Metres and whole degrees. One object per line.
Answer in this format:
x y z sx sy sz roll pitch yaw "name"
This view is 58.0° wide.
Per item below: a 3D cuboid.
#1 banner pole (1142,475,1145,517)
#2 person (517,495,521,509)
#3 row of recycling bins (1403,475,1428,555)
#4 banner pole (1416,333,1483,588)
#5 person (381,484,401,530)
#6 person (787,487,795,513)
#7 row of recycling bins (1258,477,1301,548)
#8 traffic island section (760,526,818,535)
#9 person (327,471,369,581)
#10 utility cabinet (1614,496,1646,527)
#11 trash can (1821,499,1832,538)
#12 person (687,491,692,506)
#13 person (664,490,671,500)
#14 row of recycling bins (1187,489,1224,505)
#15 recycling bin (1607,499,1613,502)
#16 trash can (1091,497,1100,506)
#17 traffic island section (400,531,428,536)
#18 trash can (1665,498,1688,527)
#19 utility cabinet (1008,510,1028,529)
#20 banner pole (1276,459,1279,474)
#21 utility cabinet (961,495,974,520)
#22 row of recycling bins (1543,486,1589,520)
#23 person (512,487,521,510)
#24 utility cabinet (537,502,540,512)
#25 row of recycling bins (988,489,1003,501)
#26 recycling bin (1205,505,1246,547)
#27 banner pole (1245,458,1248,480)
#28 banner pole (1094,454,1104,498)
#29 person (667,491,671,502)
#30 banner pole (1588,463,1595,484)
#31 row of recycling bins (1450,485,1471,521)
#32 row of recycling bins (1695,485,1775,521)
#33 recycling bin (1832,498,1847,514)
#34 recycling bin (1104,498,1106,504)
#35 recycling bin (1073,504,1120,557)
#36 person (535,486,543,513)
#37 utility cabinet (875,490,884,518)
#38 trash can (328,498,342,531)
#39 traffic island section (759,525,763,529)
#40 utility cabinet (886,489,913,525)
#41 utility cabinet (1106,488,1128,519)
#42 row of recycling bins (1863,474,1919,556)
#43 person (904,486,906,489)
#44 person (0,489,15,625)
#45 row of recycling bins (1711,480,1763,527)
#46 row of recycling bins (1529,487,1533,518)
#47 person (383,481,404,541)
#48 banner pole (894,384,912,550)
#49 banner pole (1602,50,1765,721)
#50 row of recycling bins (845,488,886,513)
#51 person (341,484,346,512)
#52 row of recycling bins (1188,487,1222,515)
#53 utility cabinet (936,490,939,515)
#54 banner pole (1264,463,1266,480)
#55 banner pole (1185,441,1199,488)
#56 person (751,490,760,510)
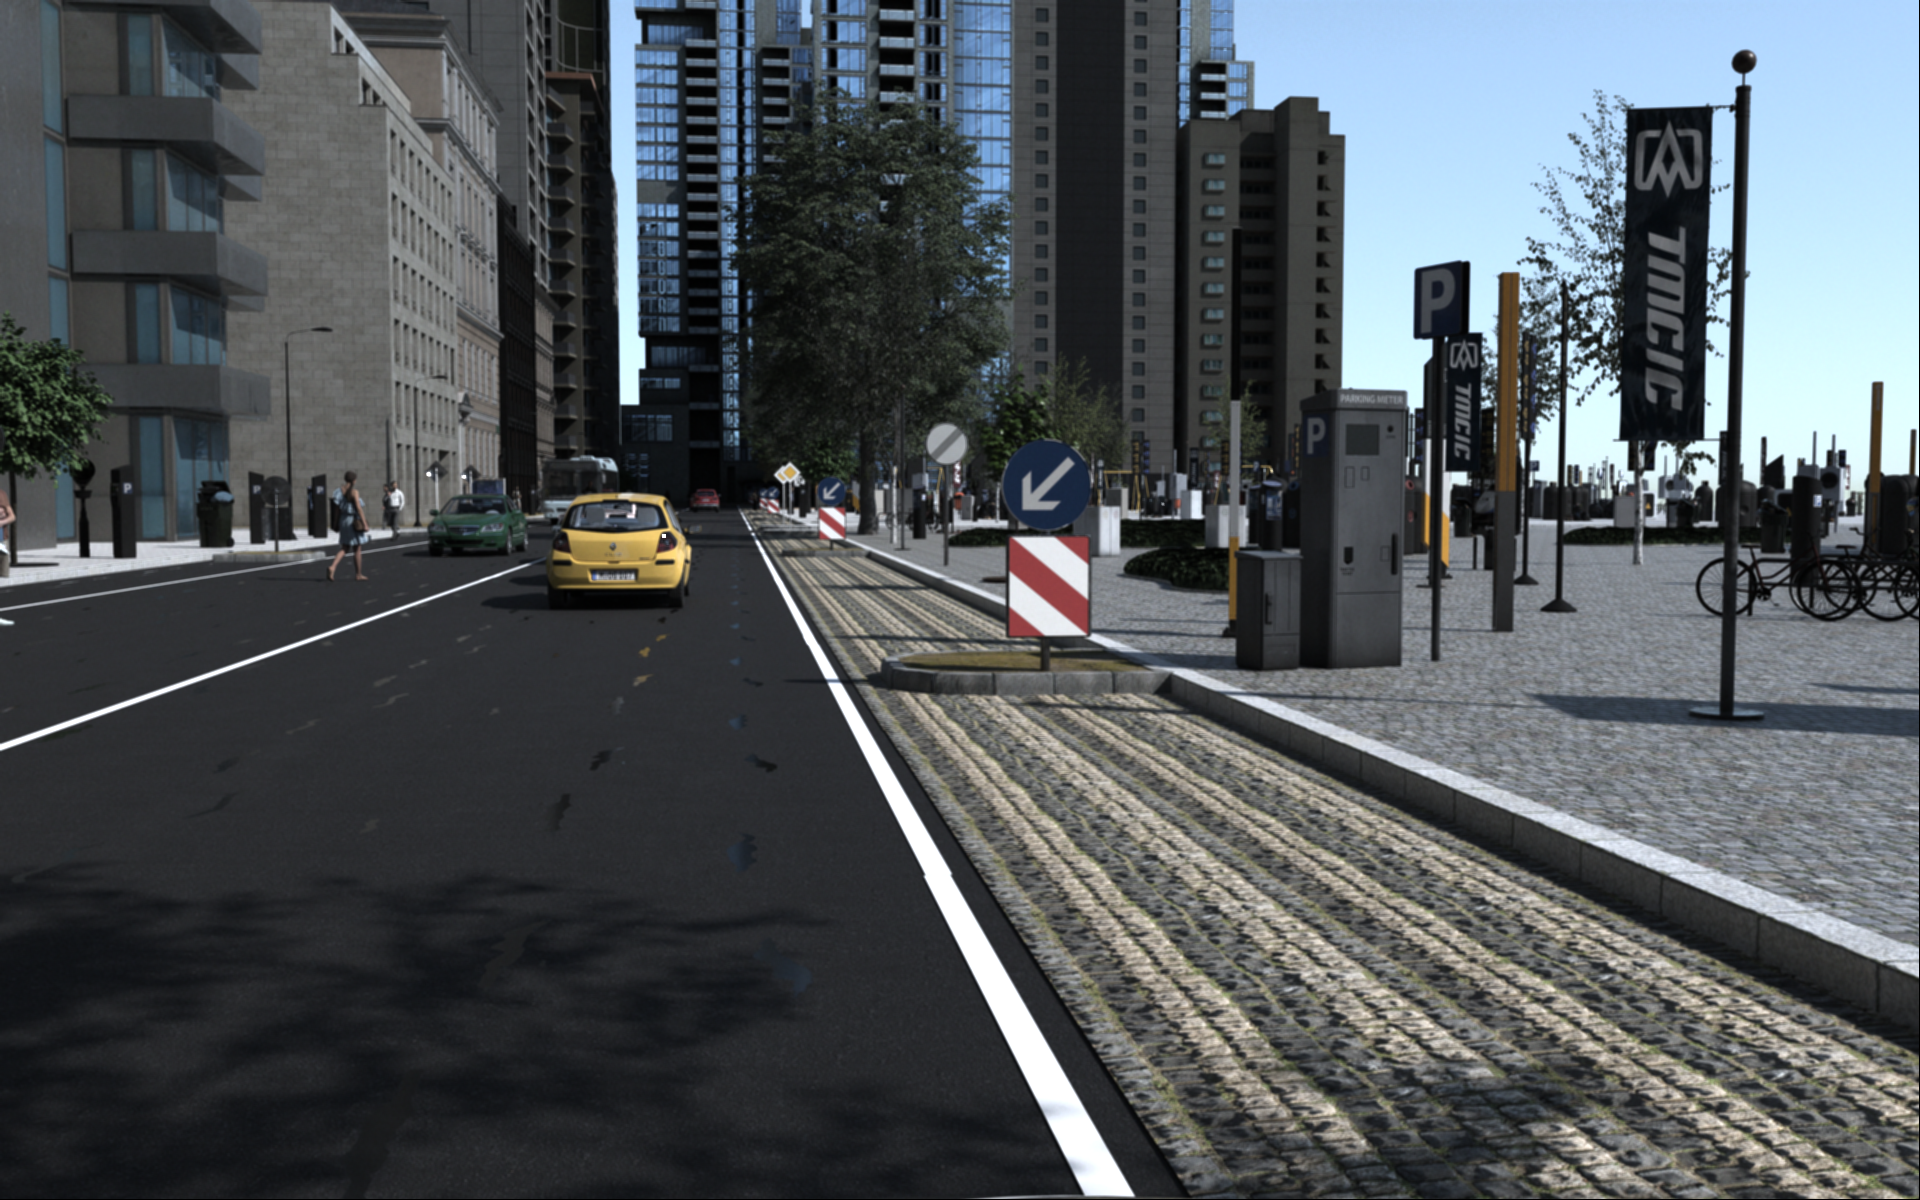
10.172 -6.480 95.967 0.401 3.779 0.863 1 4 22 "banner pole"
-25.718 -5.519 100.969 0.352 1.250 0.332 1 4 21 "person"
8.922 -1.780 36.214 1.069 1.692 3.534 2 4 32 "row of recycling bins"
6.714 -2.060 23.694 0.863 3.779 0.401 0 4 6 "banner pole"
-20.584 -3.283 62.457 0.850 1.792 0.678 -3 4 -37 "person"
-11.609 -6.897 119.224 0.534 1.772 0.576 -1 4 -18 "person"
8.453 -2.091 41.293 1.069 1.692 3.534 -2 4 -32 "row of recycling bins"
-6.030 -2.430 62.013 2.009 0.180 2.903 0 4 -7 "traffic island section"
-10.012 -1.213 28.430 0.616 1.811 0.778 2 4 29 "person"
23.603 -3.051 61.047 1.020 1.237 0.306 1 4 10 "utility cabinet"
24.970 -2.371 50.423 0.748 1.137 0.748 0 3 0 "trash can"
-31.316 -11.753 200.683 0.705 1.821 1.348 -3 4 -36 "person"
-30.782 -10.590 181.614 1.348 1.831 0.705 2 4 35 "person"
19.498 -8.069 139.045 3.534 1.692 1.069 2 4 28 "row of recycling bins"
35.170 -4.931 93.172 0.722 1.027 0.722 1 4 22 "recycling bin"
6.071 -4.168 79.806 0.748 1.137 0.748 0 3 0 "trash can"
-18.267 -2.332 60.408 2.009 0.180 2.903 0 4 -7 "traffic island section"
25.190 -3.014 60.933 0.748 1.137 0.748 0 3 0 "trash can"
1.507 -2.251 45.477 0.318 1.500 1.173 -1 4 -10 "utility cabinet"
22.525 -8.132 122.968 0.401 3.779 0.863 0 4 -1 "banner pole"
0.414 -4.537 85.347 0.306 1.237 1.020 -2 4 -29 "utility cabinet"
30.434 -4.876 86.837 3.534 1.692 1.069 -3 5 -41 "row of recycling bins"
-26.777 -5.997 104.651 0.519 1.759 0.362 -3 4 -37 "person"
-28.775 -6.629 119.538 1.020 1.237 0.306 3 4 38 "utility cabinet"
3.737 -7.871 135.803 3.534 1.692 1.069 1 4 17 "row of recycling bins"
6.087 -1.662 39.727 0.722 1.027 0.722 -1 4 -16 "recycling bin"
18.194 -7.344 110.083 0.401 3.779 0.863 0 4 -2 "banner pole"
8.568 -7.173 107.301 0.863 3.779 0.401 -1 4 -23 "banner pole"
-32.122 -11.126 190.548 0.705 1.807 1.348 -3 4 -36 "person"
51.551 -9.254 141.320 0.863 3.779 0.401 -2 4 -25 "banner pole"
23.714 -4.478 80.322 1.069 1.692 3.534 0 4 -7 "row of recycling bins"
36.499 -4.552 81.541 3.534 1.692 1.069 1 4 20 "row of recycling bins"
54.860 -5.844 108.095 0.722 1.027 0.722 3 5 39 "recycling bin"
9.060 -5.541 103.148 0.722 1.027 0.722 2 4 34 "recycling bin"
2.805 -1.408 35.580 0.722 1.027 0.722 3 5 42 "recycling bin"
-28.079 -6.699 115.679 0.679 1.850 0.850 1 4 19 "person"
-4.582 -5.022 90.784 1.173 1.500 0.318 -2 4 -34 "utility cabinet"
-21.380 -2.938 59.692 0.748 1.137 0.748 0 3 0 "trash can"
-7.076 -2.914 69.930 2.009 0.180 2.903 0 4 -7 "traffic island section"
-2.407 -3.806 70.914 1.173 1.500 0.318 1 4 19 "utility cabinet"
5.723 -3.341 63.311 0.318 1.500 1.173 -2 4 -24 "utility cabinet"
20.337 -1.870 37.695 1.069 1.692 3.534 1 4 20 "row of recycling bins"
-2.933 -5.089 90.001 0.466 1.731 0.760 1 4 22 "person"
-10.473 -0.622 18.652 0.573 1.828 0.580 -3 5 -39 "person"
22.806 -2.672 50.801 1.069 1.692 3.534 2 4 26 "row of recycling bins"
31.925 -5.369 94.893 1.069 1.692 3.534 3 4 37 "row of recycling bins"
-17.485 -2.743 53.442 0.679 1.850 0.850 0 4 4 "person"
-1.368 -3.049 39.862 0.401 3.779 0.863 -1 4 -15 "banner pole"
4.196 -1.217 9.916 0.863 3.779 0.401 1 4 9 "banner pole"
-6.480 -6.899 119.915 3.534 1.692 1.069 2 4 28 "row of recycling bins"
-19.963 -2.959 56.232 0.330 1.601 0.589 -2 4 -28 "person"
15.467 -6.250 109.299 1.069 1.692 3.534 1 4 21 "row of recycling bins"
-1.664 -5.958 106.087 0.318 1.500 1.173 2 4 31 "utility cabinet"
24.613 -9.162 139.812 0.401 3.779 0.863 1 4 20 "banner pole"
10.957 -5.640 82.227 0.863 3.779 0.401 2 4 34 "banner pole"
-17.926 -8.752 151.611 0.705 1.823 1.348 2 4 32 "person"
